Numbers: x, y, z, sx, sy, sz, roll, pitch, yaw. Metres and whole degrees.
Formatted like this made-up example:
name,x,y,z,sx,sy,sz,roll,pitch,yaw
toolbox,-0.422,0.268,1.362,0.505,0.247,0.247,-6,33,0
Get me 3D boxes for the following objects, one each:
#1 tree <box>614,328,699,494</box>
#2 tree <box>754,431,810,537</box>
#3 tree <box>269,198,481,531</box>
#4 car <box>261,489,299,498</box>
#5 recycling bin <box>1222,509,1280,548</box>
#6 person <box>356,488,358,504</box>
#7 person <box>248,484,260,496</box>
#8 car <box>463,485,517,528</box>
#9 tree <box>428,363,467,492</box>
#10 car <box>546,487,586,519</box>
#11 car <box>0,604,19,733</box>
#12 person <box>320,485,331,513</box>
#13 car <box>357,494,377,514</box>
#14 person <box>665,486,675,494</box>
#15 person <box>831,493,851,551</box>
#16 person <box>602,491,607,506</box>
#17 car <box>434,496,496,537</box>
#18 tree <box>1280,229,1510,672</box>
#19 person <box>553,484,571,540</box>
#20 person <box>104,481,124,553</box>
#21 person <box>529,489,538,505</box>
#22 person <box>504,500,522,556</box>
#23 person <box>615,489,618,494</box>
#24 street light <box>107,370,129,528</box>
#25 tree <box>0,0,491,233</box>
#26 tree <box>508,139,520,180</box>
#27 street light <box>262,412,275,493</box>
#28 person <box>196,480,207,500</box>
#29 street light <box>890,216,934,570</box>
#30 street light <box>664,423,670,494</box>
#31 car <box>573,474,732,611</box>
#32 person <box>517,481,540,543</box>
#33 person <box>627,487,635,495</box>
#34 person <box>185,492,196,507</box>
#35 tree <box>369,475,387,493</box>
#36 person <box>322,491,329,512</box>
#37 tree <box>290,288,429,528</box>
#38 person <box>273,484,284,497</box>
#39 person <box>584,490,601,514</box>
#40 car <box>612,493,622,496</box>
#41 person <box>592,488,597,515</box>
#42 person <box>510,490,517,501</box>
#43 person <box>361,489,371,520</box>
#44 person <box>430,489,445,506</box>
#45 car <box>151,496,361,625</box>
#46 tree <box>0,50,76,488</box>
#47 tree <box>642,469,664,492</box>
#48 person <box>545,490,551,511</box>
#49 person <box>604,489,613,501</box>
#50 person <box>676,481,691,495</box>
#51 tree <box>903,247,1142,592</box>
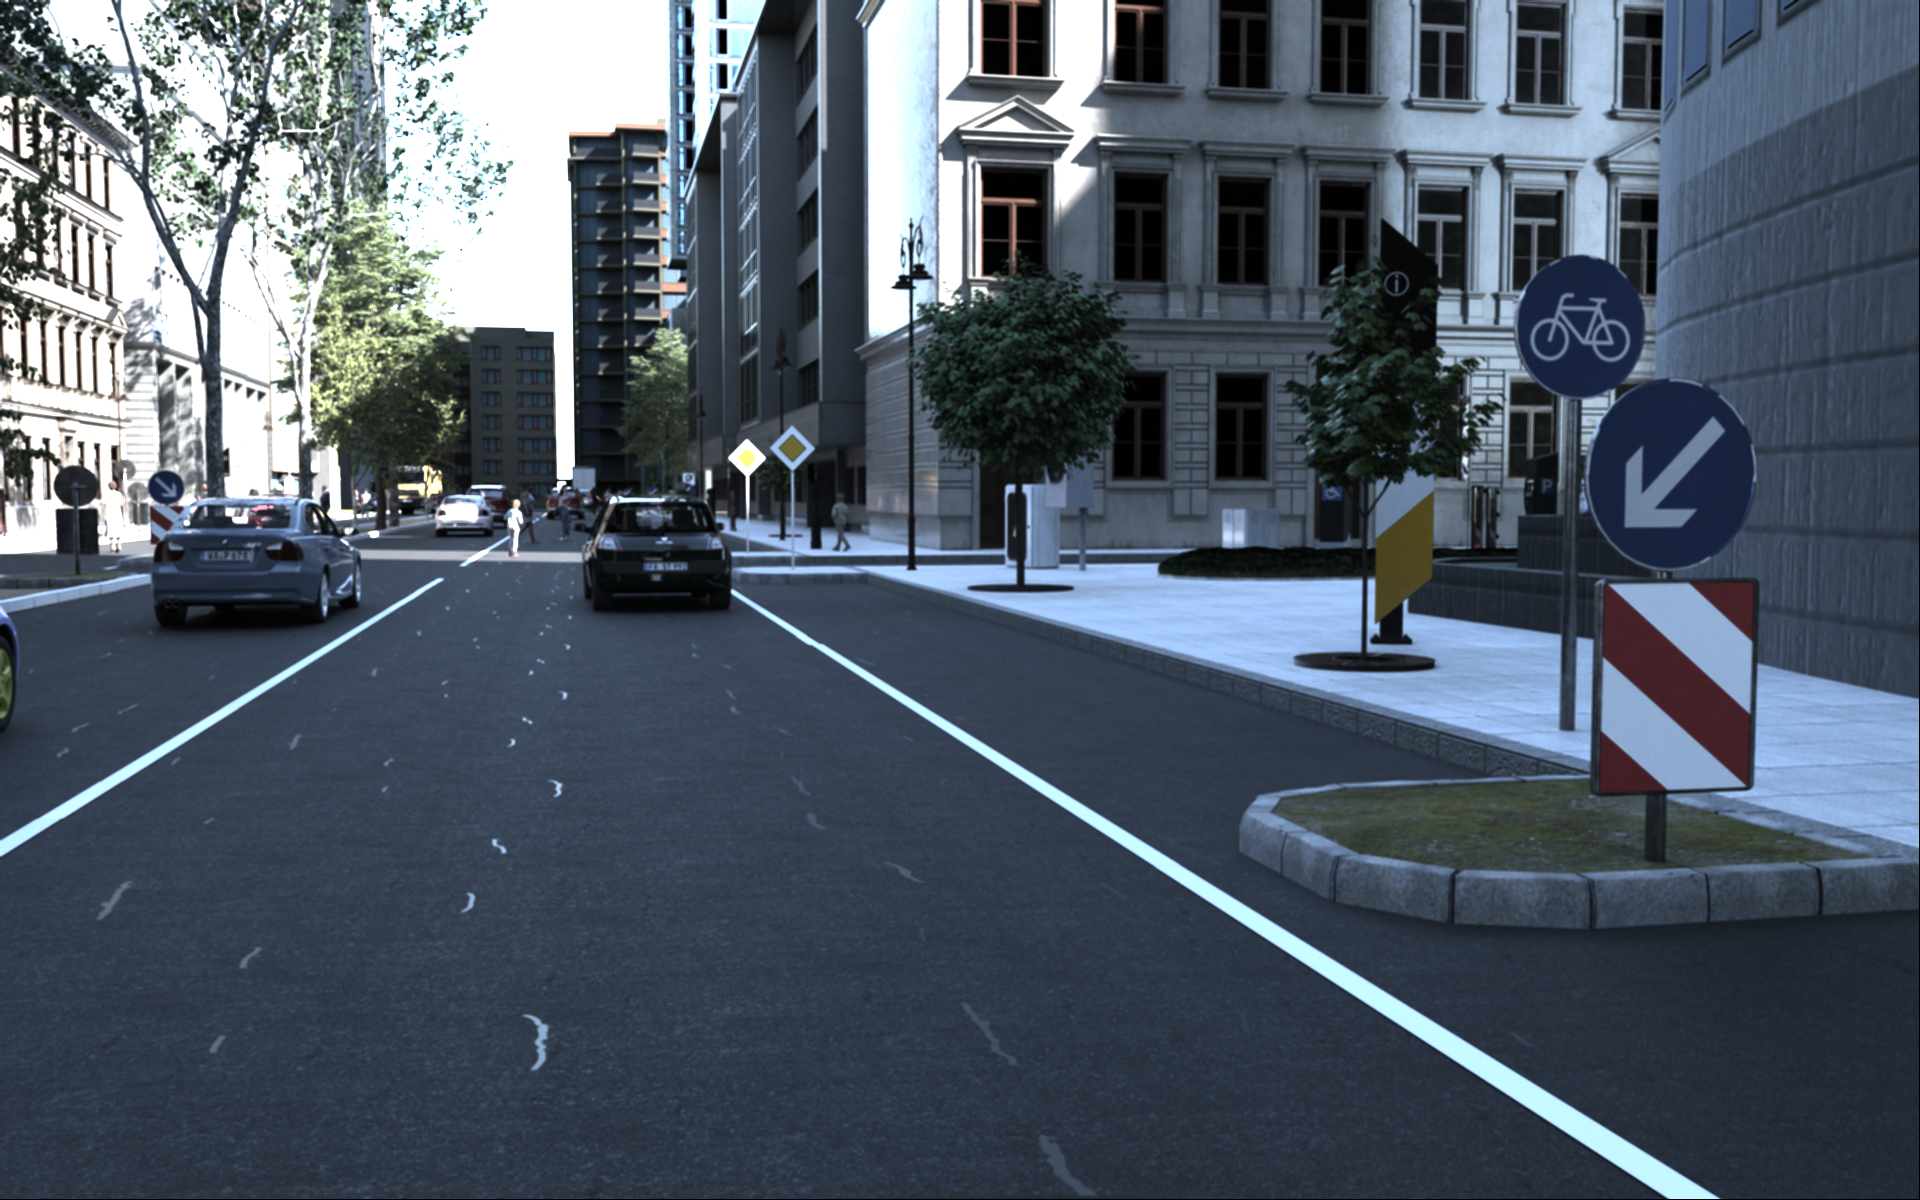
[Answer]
name,x,y,z,sx,sy,sz,roll,pitch,yaw
tree,-19.728,-12.267,118.700,7.486,12.596,7.792,0,3,0
tree,-5.417,-3.519,52.139,1.663,3.219,1.824,0,3,0
tree,-22.423,-8.925,66.509,7.486,12.596,7.792,0,3,0
car,-26.563,-3.580,67.566,2.155,1.783,4.494,-1,4,-12
recycling bin,4.980,-1.047,29.672,0.722,1.027,0.722,-2,4,-27
person,-47.443,-7.894,135.633,0.750,1.759,0.617,1,4,16
person,-37.096,-5.138,90.274,1.509,1.804,0.699,2,4,28
car,-20.170,-4.008,74.210,2.281,1.827,5.304,-1,4,-12
tree,-27.182,-8.274,88.098,4.737,8.622,4.395,0,3,0
car,-22.814,-5.602,100.267,2.281,1.827,5.304,-1,4,-10
car,-6.309,0.029,9.125,1.945,1.707,3.694,-1,4,-13
person,-27.119,-3.996,74.017,0.419,1.800,0.721,-1,4,-13
car,-42.015,-6.964,123.652,2.009,1.686,4.222,-1,4,-12
person,-19.102,-6.602,113.991,1.348,1.824,0.705,-3,5,-43
person,-2.684,-1.741,38.782,0.640,1.303,0.475,3,4,38
person,-23.653,-6.482,115.956,0.593,1.643,0.415,-1,4,-15
car,-17.085,-2.899,59.762,2.083,1.381,4.827,-1,4,-14
tree,2.983,-1.111,12.769,1.663,3.219,1.824,0,3,0
person,-12.281,-2.735,53.815,0.593,1.750,0.643,3,4,39
person,-20.720,-2.033,42.304,0.524,1.755,0.480,2,4,26
person,-35.028,-8.150,141.386,0.705,1.869,1.348,3,5,40
person,-10.287,-1.659,39.910,0.425,1.301,0.394,0,4,-4
person,-30.440,-8.902,153.672,0.705,1.869,1.348,1,4,11
street light,-31.292,-5.611,64.535,0.468,5.910,1.993,-1,4,-12
tree,-20.746,-11.803,51.331,12.611,20.169,13.585,0,3,0
tree,-26.145,-13.302,75.832,12.611,20.169,13.585,0,3,0
street light,-38.062,-7.501,95.432,0.468,5.910,1.993,-1,4,-12
person,-19.724,-2.238,45.264,0.511,1.800,0.466,3,5,42
street light,-0.817,-3.445,29.106,0.468,5.910,1.993,-1,4,-12
street light,-18.628,-8.412,110.328,0.468,5.910,1.993,-1,4,-12
car,-4.050,-0.797,22.820,2.009,1.686,4.222,-1,4,-14
person,-12.683,-2.571,50.637,0.778,1.811,0.616,0,4,-3
person,-16.930,-4.946,89.617,0.529,1.795,0.600,-2,4,-33
person,-28.587,-3.265,64.484,0.503,1.515,0.523,-1,4,-23
tree,-50.118,-9.477,149.549,1.663,3.219,1.824,0,3,0
person,-44.563,-7.024,121.692,0.445,1.727,0.742,-1,4,-9
tree,-21.215,-6.589,60.547,4.737,8.622,4.395,0,3,0
person,-24.784,-3.316,62.892,0.709,1.800,0.728,2,4,32
person,-26.830,-7.164,126.320,1.217,1.739,0.721,0,4,-4
car,-29.128,-8.412,147.756,2.015,1.641,3.980,-1,4,-11
person,-25.243,-6.825,119.724,0.705,1.869,1.348,-1,4,-17
person,-38.288,-8.504,148.063,0.750,1.759,0.617,-1,4,-20
person,-33.020,-5.315,96.236,0.563,1.720,0.643,-2,4,-28
person,-33.714,-6.303,112.230,1.217,1.739,0.721,-1,4,-18
car,-8.168,-0.509,20.317,2.014,1.417,4.499,-1,4,-12
tree,-13.029,-4.207,21.611,4.737,8.622,4.395,0,3,0
tree,-23.913,-8.586,134.985,1.663,3.219,1.824,0,3,0
person,-35.198,-8.533,148.021,0.705,1.822,1.348,0,4,3
person,-22.072,-6.129,109.294,0.643,1.750,0.593,3,5,42
person,-8.413,-2.580,50.898,1.509,1.804,0.699,3,5,43
tree,0.878,-2.420,23.276,4.285,4.588,4.351,0,3,0
